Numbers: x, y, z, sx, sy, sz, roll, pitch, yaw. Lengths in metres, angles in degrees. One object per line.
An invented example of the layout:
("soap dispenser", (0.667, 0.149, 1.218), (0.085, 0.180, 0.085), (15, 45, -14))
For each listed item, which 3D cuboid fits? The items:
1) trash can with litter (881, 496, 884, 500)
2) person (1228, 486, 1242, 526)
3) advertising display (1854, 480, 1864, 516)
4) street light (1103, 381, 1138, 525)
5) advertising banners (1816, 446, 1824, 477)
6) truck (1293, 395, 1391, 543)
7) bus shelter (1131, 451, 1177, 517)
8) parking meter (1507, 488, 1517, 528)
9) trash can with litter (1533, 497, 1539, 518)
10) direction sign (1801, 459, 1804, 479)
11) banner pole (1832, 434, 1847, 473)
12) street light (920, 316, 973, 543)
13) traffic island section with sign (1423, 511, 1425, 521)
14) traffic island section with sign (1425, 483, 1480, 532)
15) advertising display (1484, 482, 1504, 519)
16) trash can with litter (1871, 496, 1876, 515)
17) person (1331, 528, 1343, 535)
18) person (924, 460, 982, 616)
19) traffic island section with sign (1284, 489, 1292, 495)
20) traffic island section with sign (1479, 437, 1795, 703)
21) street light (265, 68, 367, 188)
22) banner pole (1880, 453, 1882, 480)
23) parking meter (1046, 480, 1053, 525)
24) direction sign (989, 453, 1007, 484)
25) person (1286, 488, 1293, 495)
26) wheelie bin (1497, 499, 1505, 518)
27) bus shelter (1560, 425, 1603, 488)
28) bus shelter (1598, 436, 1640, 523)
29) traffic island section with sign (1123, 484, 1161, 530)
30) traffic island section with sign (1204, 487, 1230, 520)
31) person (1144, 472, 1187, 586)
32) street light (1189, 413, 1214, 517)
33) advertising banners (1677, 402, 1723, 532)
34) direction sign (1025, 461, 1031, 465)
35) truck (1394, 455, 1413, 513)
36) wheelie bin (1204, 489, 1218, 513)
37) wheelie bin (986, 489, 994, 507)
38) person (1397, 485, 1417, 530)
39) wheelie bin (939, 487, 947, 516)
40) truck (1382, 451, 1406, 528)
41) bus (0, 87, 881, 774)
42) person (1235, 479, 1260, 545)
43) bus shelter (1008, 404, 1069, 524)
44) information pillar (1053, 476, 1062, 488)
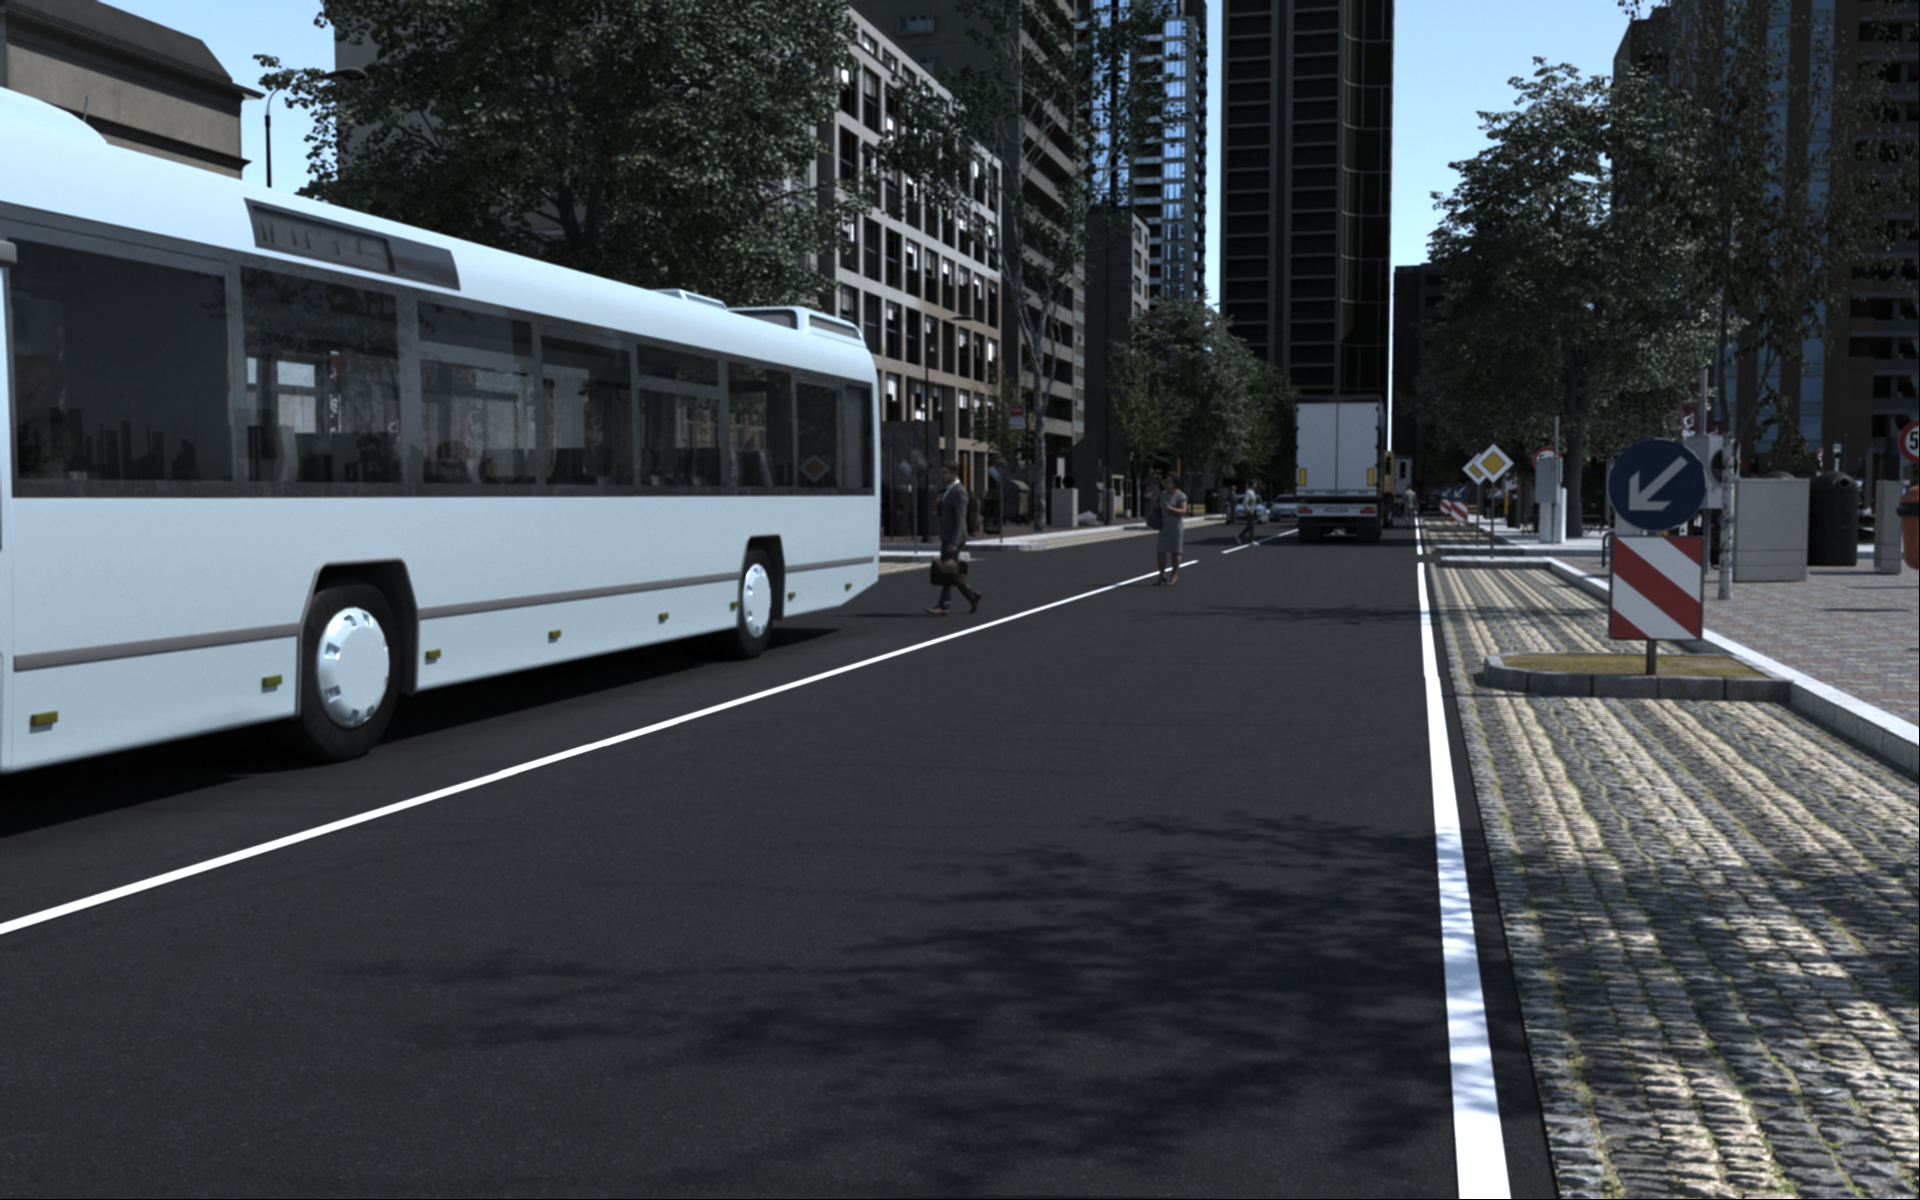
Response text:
("trash can with litter", (-2.782, -3.866, 74.274), (2.233, 1.210, 1.678), (-1, 4, -15))
("person", (12.438, -4.264, 78.397), (0.590, 1.801, 0.661), (0, 4, -2))
("advertising display", (40.376, -4.469, 78.277), (0.974, 1.923, 0.123), (-1, 4, -15))
("street light", (6.664, -6.062, 71.662), (1.470, 5.913, 1.316), (1, 4, 15))
("advertising banners", (30.938, -4.097, 63.168), (2.074, 3.025, 0.090), (-2, 4, -35))
("truck", (12.076, -4.015, 54.553), (2.839, 4.237, 11.283), (1, 4, 14))
("bus shelter", (10.972, -6.522, 97.913), (1.731, 3.624, 6.357), (1, 4, 15))
("parking meter", (21.037, -3.518, 65.931), (0.372, 1.533, 0.369), (0, 3, 0))
("trash can with litter", (26.492, -4.120, 78.756), (1.055, 1.170, 0.624), (1, 4, 14))
("direction sign", (48.175, -6.552, 99.121), (0.379, 3.537, 0.876), (1, 4, 21))
("banner pole", (36.746, -5.037, 72.368), (0.863, 3.779, 0.401), (-1, 4, -17))
("street light", (-0.349, -4.452, 45.336), (1.470, 5.913, 1.316), (1, 4, 15))
("traffic island section with sign", (25.672, -5.095, 91.931), (1.989, 1.847, 2.006), (1, 4, 15))
("traffic island section with sign", (18.819, -3.494, 65.755), (1.989, 1.847, 2.006), (1, 4, 15))
("advertising display", (27.690, -5.174, 89.809), (0.974, 1.923, 0.123), (0, 4, 2))
("trash can with litter", (56.997, -5.905, 107.927), (0.624, 1.170, 1.055), (2, 4, 27))
("person", (13.304, -3.239, 61.437), (0.573, 1.828, 0.580), (2, 4, 35))
("person", (-0.050, -0.732, 20.436), (0.822, 1.834, 0.622), (-2, 4, -25))
("traffic island section with sign", (27.221, -8.249, 143.495), (1.989, 1.847, 2.006), (1, 4, 15))
("traffic island section with sign", (4.987, -0.265, 12.967), (1.989, 1.847, 2.006), (1, 4, 15))
("street light", (-7.140, -2.852, 19.174), (1.470, 5.913, 1.316), (1, 4, 15))
("banner pole", (56.012, -7.060, 105.449), (0.401, 3.779, 0.863), (2, 4, 29))
("parking meter", (3.746, -4.028, 71.571), (0.255, 1.863, 0.399), (-1, 4, -16))
("direction sign", (2.173, -6.305, 95.089), (0.876, 3.537, 0.379), (-1, 4, -16))
("person", (21.658, -6.479, 114.214), (0.659, 1.850, 0.755), (0, 4, -6))
("wheelie bin", (29.026, -5.184, 92.666), (0.980, 1.594, 0.693), (0, 4, -4))
("bus shelter", (29.821, -6.510, 84.064), (2.179, 5.291, 8.768), (1, 4, 15))
("bus shelter", (24.451, -4.216, 62.850), (2.014, 3.302, 5.546), (1, 4, 15))
("traffic island section with sign", (7.620, -3.675, 68.713), (1.989, 1.847, 2.006), (1, 4, 15))
("traffic island section with sign", (14.454, -5.270, 94.791), (1.989, 1.847, 2.006), (1, 4, 15))
("person", (3.175, -1.115, 27.087), (0.716, 1.782, 0.532), (3, 5, 44))
("street light", (13.804, -7.728, 98.887), (1.470, 5.913, 1.316), (1, 4, 15))
("advertising banners", (14.572, -2.266, 33.236), (2.074, 3.025, 0.090), (-1, 4, -18))
("direction sign", (4.836, -7.767, 118.990), (0.876, 3.537, 0.379), (3, 5, 41))
("truck", (32.993, -8.719, 131.463), (2.839, 4.237, 11.283), (1, 4, 14))
("wheelie bin", (16.772, -6.612, 116.006), (0.980, 1.594, 0.693), (1, 4, 21))
("wheelie bin", (1.894, -5.587, 99.250), (0.980, 1.594, 0.693), (3, 5, 43))
("person", (17.978, -3.725, 69.519), (0.709, 1.813, 0.853), (-1, 4, -21))
("wheelie bin", (-1.077, -5.375, 95.789), (0.693, 1.594, 0.980), (-1, 4, -13))
("truck", (17.799, -4.927, 76.477), (3.469, 3.379, 9.791), (1, 4, 16))
("bus", (-3.719, -1.062, 12.222), (2.948, 3.499, 13.247), (1, 4, 14))
("person", (8.051, -2.456, 48.509), (0.795, 1.843, 0.661), (2, 4, 29))
("bus shelter", (3.876, -6.228, 79.463), (2.179, 5.291, 8.768), (1, 4, 15))
("information pillar", (3.854, -3.931, 68.760), (0.304, 2.012, 0.304), (0, 4, -8))
